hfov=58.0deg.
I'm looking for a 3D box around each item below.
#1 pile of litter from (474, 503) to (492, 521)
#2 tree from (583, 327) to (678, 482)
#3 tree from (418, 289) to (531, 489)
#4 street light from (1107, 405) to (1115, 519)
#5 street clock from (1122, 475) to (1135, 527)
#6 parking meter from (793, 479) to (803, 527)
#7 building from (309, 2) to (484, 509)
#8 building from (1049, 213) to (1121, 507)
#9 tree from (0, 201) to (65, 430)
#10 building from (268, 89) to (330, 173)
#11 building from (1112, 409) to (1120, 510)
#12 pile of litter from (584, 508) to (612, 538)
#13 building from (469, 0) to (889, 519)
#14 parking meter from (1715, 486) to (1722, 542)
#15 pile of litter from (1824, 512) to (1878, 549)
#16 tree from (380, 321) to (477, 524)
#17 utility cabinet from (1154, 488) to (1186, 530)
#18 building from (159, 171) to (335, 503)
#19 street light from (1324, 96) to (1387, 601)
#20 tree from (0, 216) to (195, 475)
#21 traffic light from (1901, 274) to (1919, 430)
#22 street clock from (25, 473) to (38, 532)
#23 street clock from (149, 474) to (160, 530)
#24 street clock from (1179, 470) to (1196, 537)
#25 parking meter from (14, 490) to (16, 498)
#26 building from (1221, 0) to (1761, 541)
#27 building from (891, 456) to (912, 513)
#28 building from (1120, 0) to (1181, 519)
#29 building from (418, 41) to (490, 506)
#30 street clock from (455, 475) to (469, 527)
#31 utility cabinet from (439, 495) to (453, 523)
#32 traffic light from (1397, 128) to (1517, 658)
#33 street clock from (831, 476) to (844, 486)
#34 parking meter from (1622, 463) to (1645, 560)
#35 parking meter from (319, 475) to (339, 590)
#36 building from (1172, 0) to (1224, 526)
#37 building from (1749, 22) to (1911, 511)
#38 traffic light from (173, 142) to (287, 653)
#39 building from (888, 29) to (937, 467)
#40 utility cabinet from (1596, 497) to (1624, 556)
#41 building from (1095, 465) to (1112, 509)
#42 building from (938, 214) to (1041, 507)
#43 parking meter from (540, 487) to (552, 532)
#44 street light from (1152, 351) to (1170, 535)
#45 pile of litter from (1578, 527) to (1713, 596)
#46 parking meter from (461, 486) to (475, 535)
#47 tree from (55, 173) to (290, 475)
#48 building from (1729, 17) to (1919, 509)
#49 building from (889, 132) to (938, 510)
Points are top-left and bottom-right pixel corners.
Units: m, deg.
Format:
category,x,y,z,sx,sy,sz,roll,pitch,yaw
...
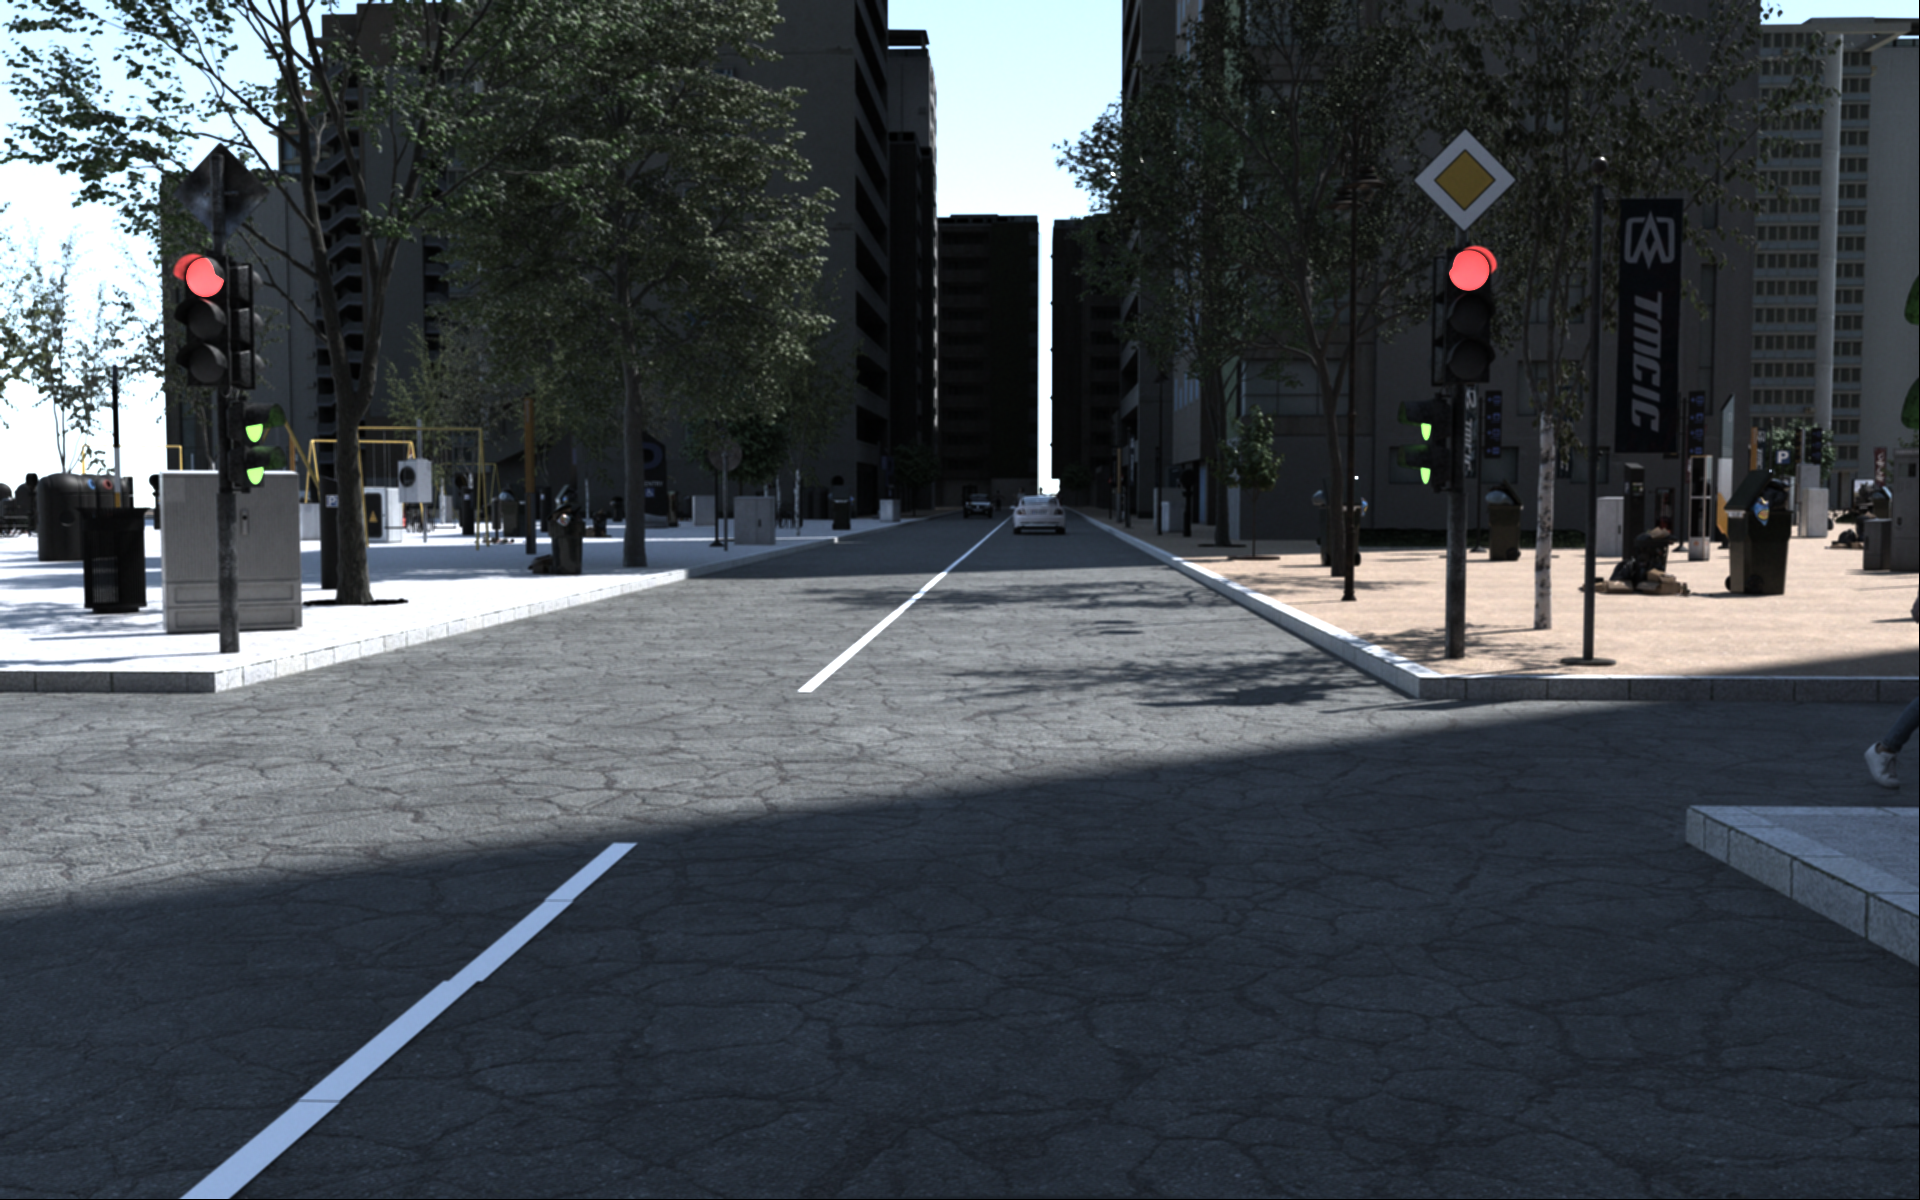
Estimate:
category,x,y,z,sx,sy,sz,roll,pitch,yaw
pile of litter,-22.272,-4.111,81.182,1.719,0.858,1.176,2,4,30
tree,-13.160,-7.351,70.550,4.360,8.622,3.978,0,3,0
tree,-17.715,-6.878,62.819,4.360,8.622,3.978,0,3,0
street light,7.673,-7.057,88.170,0.468,5.910,1.993,0,4,3
street clock,6.543,-3.840,67.362,0.471,2.002,0.358,0,4,8
parking meter,-6.372,-3.809,67.988,0.255,1.863,0.399,-2,4,-32
building,-48.751,-30.997,156.912,14.200,45.320,14.600,0,4,3
building,16.467,-25.016,180.708,14.107,30.474,14.160,0,4,3
tree,-23.685,-5.540,40.940,4.737,8.622,4.395,0,3,0
building,-58.805,-32.600,187.636,28.867,44.769,22.147,0,4,3
building,22.938,-49.611,123.811,22.319,86.520,31.000,0,4,3
pile of litter,-10.949,-2.296,51.512,1.176,0.858,1.719,0,4,-8
building,-15.633,-29.113,99.695,21.300,48.544,21.600,0,4,3
parking meter,20.400,-2.318,46.310,0.372,1.533,0.369,0,3,0
pile of litter,21.142,-1.613,40.335,1.719,0.858,1.176,3,5,40
tree,-22.077,-7.490,72.816,4.737,8.622,4.395,0,3,0
utility cabinet,7.434,-3.206,61.099,1.173,1.500,0.318,-1,4,-12
building,-62.862,-23.666,158.644,14.107,30.474,14.160,0,4,3
street light,4.683,-2.929,20.673,0.468,5.910,1.993,0,4,3
tree,-24.031,-5.898,46.790,4.360,8.622,3.978,0,3,0
traffic light,3.504,-1.014,5.493,0.839,4.253,0.868,0,4,3
street clock,-31.542,-3.323,58.904,0.358,2.002,0.471,0,4,-4
street clock,-28.884,-3.531,62.297,0.358,2.002,0.471,2,4,34
street clock,6.822,-2.899,51.970,0.471,2.002,0.358,-1,4,-14
parking meter,-47.181,-4.795,86.810,0.372,1.533,0.369,0,3,0
building,15.088,-22.620,53.426,14.154,41.232,14.086,0,4,3
building,-13.926,-41.698,120.014,20.563,71.187,20.611,0,4,3
building,20.374,-29.045,98.593,21.300,48.544,21.600,0,4,3
building,-28.913,-27.889,147.869,23.993,40.220,32.217,0,4,3
street clock,-19.330,-3.833,67.241,0.471,2.002,0.358,0,4,5
utility cabinet,-22.639,-3.985,76.312,0.306,1.237,1.020,-2,4,-32
traffic light,3.861,-1.501,13.470,0.839,4.253,0.868,0,4,3
street clock,-4.809,-3.872,67.869,0.471,2.002,0.358,-2,4,-25
parking meter,12.690,-1.647,32.635,0.255,1.863,0.399,0,4,-1
parking meter,-8.446,-0.917,23.399,0.372,1.533,0.369,0,3,0
building,16.885,-26.008,75.344,14.600,45.320,14.200,0,4,3
building,58.533,-27.629,143.621,23.993,40.220,32.217,0,4,3
traffic light,-5.891,-1.527,13.889,0.839,4.253,0.868,0,4,3
building,-9.155,-28.889,155.926,14.086,41.232,14.154,0,4,3
utility cabinet,13.642,-1.513,35.897,0.306,1.237,1.020,-1,4,-21
building,22.519,-43.537,150.080,20.563,71.187,20.611,0,4,3
building,1.364,-25.062,181.470,14.107,30.474,14.160,0,4,3
parking meter,-13.916,-3.047,58.227,0.372,1.533,0.369,0,3,0
street light,6.271,-4.979,54.187,0.468,5.910,1.993,0,4,3
pile of litter,8.826,-0.514,22.365,1.176,0.858,1.719,-1,4,-22
parking meter,-15.349,-2.790,54.035,0.372,1.533,0.369,0,3,0
tree,-17.355,-5.469,39.784,4.360,8.622,3.978,0,3,0
building,78.276,-28.676,152.441,14.086,41.232,14.154,0,4,3
building,-9.412,-22.428,138.400,14.160,30.474,14.107,0,4,3
